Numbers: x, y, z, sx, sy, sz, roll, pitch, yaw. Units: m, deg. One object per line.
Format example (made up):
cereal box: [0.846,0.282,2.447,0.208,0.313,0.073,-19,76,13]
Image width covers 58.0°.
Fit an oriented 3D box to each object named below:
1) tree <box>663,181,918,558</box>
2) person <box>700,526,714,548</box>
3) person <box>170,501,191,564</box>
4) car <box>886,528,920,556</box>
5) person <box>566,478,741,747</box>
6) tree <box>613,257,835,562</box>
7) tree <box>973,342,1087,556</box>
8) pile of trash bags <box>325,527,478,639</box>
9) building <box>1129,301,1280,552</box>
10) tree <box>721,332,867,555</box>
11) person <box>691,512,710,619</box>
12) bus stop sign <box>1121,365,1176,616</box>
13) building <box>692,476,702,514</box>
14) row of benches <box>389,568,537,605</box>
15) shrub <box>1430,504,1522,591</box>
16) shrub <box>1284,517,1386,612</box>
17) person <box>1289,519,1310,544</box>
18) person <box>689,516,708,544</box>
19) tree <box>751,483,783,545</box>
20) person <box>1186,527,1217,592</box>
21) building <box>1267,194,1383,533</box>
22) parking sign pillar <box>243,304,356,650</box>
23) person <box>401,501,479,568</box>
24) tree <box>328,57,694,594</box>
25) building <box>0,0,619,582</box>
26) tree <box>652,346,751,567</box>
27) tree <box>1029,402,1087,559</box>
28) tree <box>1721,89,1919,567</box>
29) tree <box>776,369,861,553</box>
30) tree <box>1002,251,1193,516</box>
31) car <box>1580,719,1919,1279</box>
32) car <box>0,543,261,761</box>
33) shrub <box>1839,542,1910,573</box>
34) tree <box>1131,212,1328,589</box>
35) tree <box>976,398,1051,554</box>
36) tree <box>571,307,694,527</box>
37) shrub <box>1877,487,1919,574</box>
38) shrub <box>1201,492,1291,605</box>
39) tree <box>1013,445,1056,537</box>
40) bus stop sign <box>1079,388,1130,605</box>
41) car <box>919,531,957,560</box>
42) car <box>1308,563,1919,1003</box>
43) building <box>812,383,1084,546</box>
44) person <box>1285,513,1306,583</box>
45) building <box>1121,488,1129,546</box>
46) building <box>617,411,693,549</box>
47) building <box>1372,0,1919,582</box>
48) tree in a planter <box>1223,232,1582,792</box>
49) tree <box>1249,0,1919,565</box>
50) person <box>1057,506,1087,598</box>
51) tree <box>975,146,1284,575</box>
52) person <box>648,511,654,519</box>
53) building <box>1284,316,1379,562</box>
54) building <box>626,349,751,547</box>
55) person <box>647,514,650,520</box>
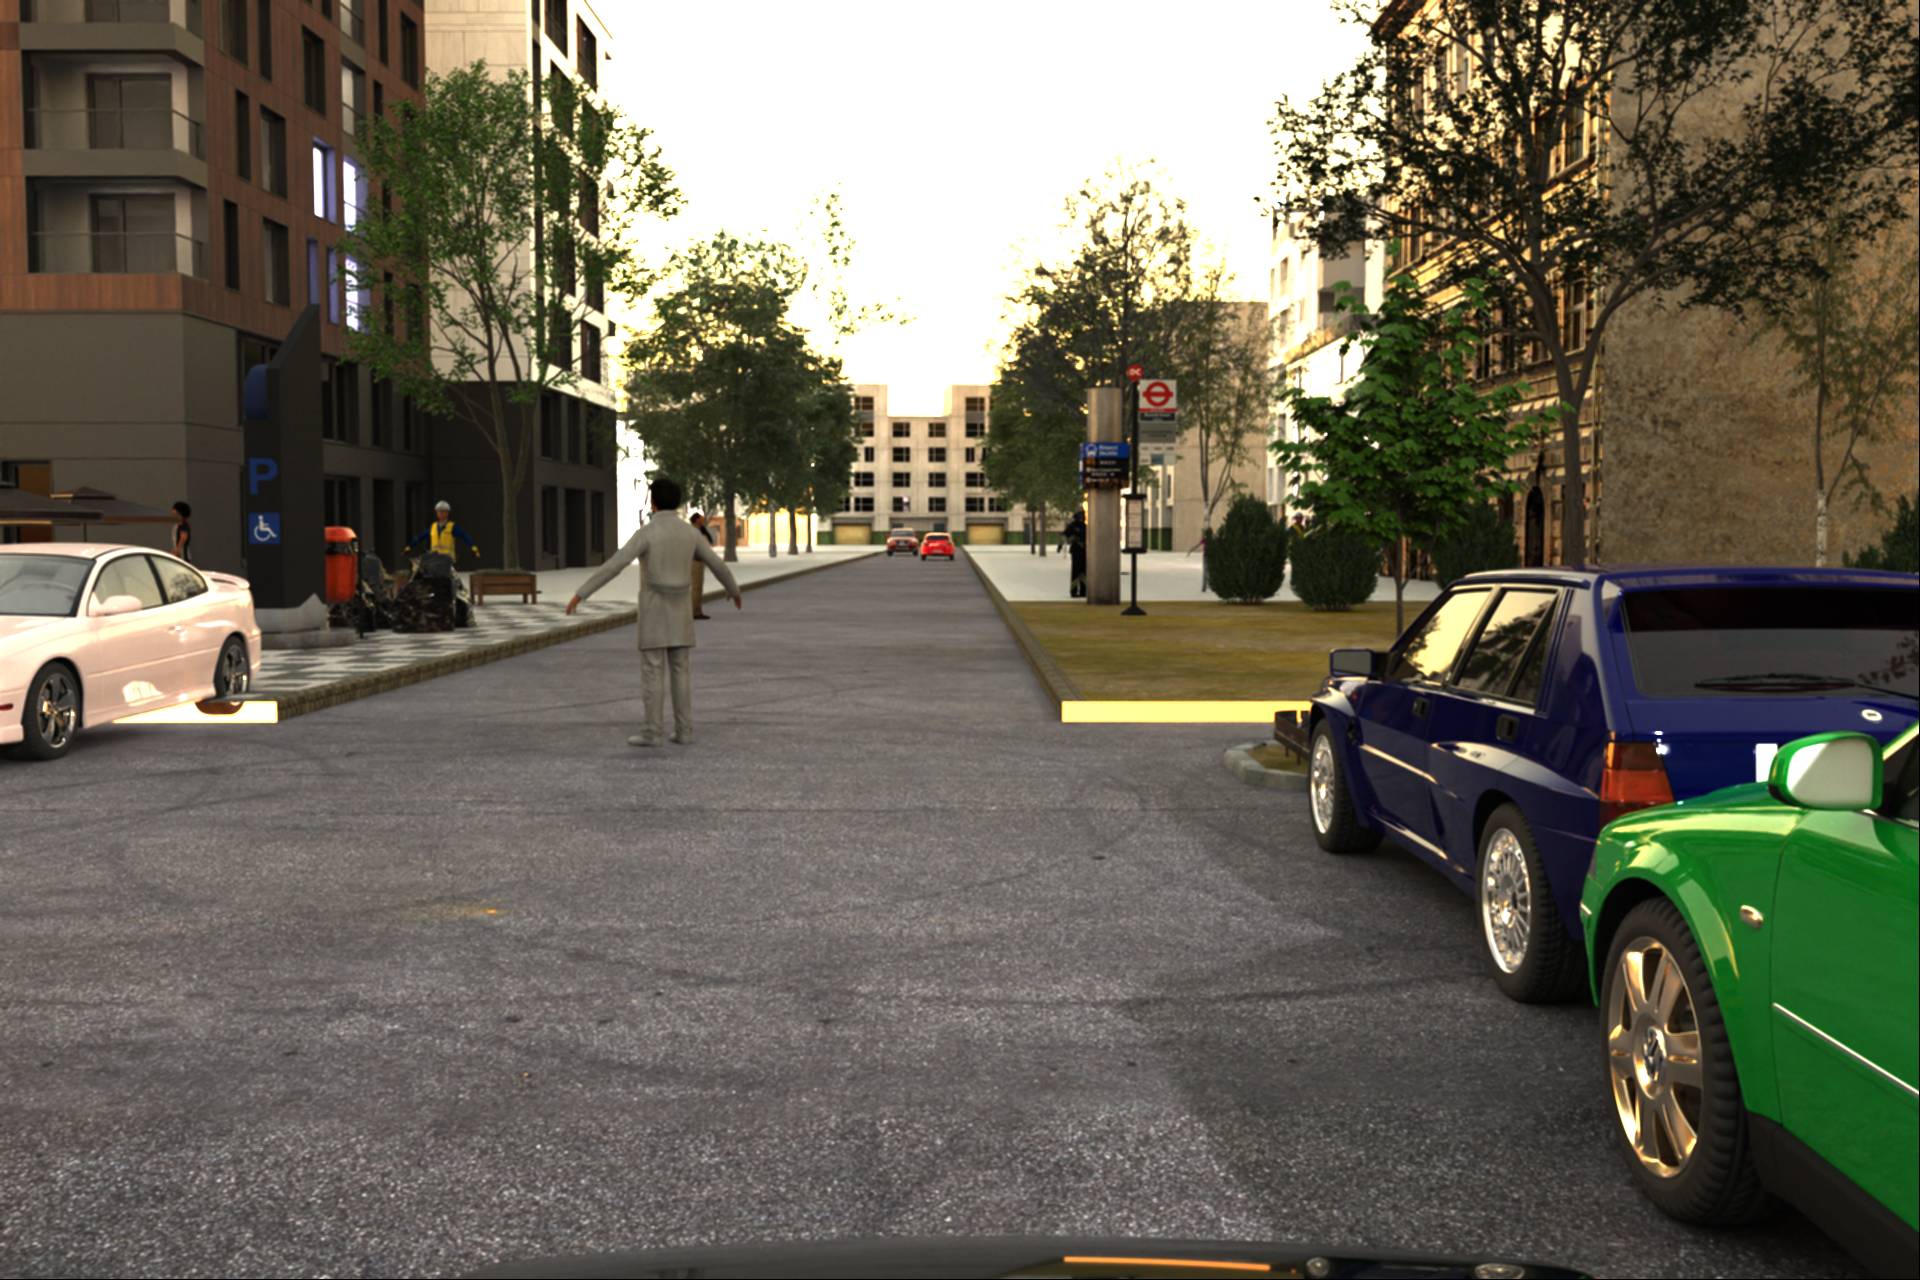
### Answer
tree: [-9.043,-14.494,92.865,12.611,20.169,13.585,0,3,0]
person: [-7.150,-2.498,47.021,1.347,1.806,0.705,2,4,35]
person: [-13.053,-1.396,28.971,0.704,1.843,1.345,-2,4,-26]
car: [-3.842,-6.596,116.523,2.281,1.827,5.304,0,4,-1]
person: [-2.022,-0.192,11.779,1.347,1.806,0.705,-3,5,-40]
tree: [-10.631,-10.539,78.967,9.857,13.997,8.962,0,3,0]
tree: [4.379,-11.046,98.728,7.486,12.596,7.792,0,3,0]
pile of trash bags: [-7.563,-0.783,22.555,1.912,1.369,3.447,0,4,0]
building: [23.685,-16.734,140.051,16.747,18.905,31.486,0,4,0]
tree: [-10.390,-12.246,106.870,9.857,13.997,8.962,0,3,0]
person: [-4.405,-1.254,29.234,0.705,1.796,1.348,-1,4,-17]
bus stop sign: [2.975,-2.364,27.352,0.855,3.939,0.416,0,4,0]
building: [-28.291,-13.353,160.476,9.099,9.664,28.070,0,4,0]
row of benches: [-9.528,-0.951,31.015,4.104,0.672,1.422,-2,4,-30]
shrub: [9.484,-1.683,31.940,1.690,2.028,1.600,0,3,0]
shrub: [6.226,-1.510,28.732,1.661,2.075,1.752,0,3,0]
person: [10.278,-2.736,51.530,1.217,1.733,0.721,-1,4,-17]
person: [-7.984,-2.821,51.980,0.705,1.847,1.347,1,4,23]
tree: [-23.827,-16.573,205.386,7.601,10.594,8.767,0,4,-4]
person: [5.520,-1.783,38.421,0.991,1.433,0.599,0,4,6]
building: [22.694,-14.765,97.835,16.016,20.090,11.380,0,4,0]
parking sign pillar: [-7.676,-1.910,19.703,1.447,3.967,1.447,0,4,0]
person: [-7.757,-1.188,25.892,1.216,1.772,0.721,0,4,7]
tree: [-9.604,-6.817,37.206,9.928,11.665,9.643,0,3,0]
building: [-28.267,-12.950,55.702,27.936,21.610,32.646,0,4,0]
tree: [-9.823,-7.179,67.734,4.360,8.622,3.978,0,3,0]
tree: [5.393,-8.459,88.660,4.360,8.622,3.978,0,3,0]
tree: [14.467,-4.832,29.369,4.360,8.622,3.978,0,3,0]
tree: [-10.522,-12.289,119.045,7.486,12.596,7.792,0,3,0]
tree: [5.401,-9.216,68.803,7.486,12.596,7.792,0,3,0]
car: [2.323,0.401,2.245,1.959,1.807,4.718,0,3,0]
car: [-6.668,-0.005,12.441,2.083,1.381,4.827,0,4,-1]
shrub: [9.651,-0.441,18.327,1.383,1.207,1.383,0,3,0]
tree: [5.615,-5.506,40.387,4.360,8.622,3.978,0,3,0]
tree: [4.387,-10.683,109.078,8.767,10.594,7.601,3,5,41]
tree: [-10.325,-6.485,56.396,4.360,8.622,3.978,0,3,0]
shrub: [13.811,-1.236,24.621,1.690,2.028,1.600,0,3,0]
shrub: [5.234,-1.683,31.551,1.661,2.075,1.752,0,3,0]
tree: [4.861,-10.178,116.774,4.737,8.622,4.395,0,3,0]
bus stop sign: [2.615,-2.596,31.464,0.837,3.901,0.837,0,4,0]
car: [-1.227,-5.303,95.745,2.155,1.783,4.494,0,3,0]
car: [2.505,0.362,6.654,1.945,1.354,3.894,0,4,-1]
building: [-1.947,-20.899,210.613,31.486,18.905,16.747,0,4,-6]
person: [8.478,-2.282,43.284,1.349,1.833,0.705,-3,4,-37]
building: [21.391,-14.418,177.874,9.099,9.664,28.070,0,4,0]
building: [-24.860,-11.633,132.346,9.099,9.664,28.070,0,4,-1]
building: [21.855,-12.947,42.607,19.493,23.208,18.063,0,4,0]
tree in a planter: [2.631,-0.801,10.316,1.991,3.239,1.994,0,3,0]
tree: [7.007,-5.184,19.174,8.767,10.594,7.601,2,4,27]
person: [2.436,-1.789,35.033,1.354,1.856,0.705,-3,4,-38]
tree: [4.933,-8.840,54.900,12.009,13.543,11.850,0,3,0]
person: [-6.793,-1.996,38.757,0.704,1.817,1.347,-1,4,-13]
building: [19.452,-7.592,66.272,9.099,9.664,28.070,0,4,0]
building: [-28.018,-19.689,178.336,16.016,20.090,11.380,0,4,-1]
person: [-7.387,-2.193,41.787,1.347,1.837,0.705,3,5,40]
